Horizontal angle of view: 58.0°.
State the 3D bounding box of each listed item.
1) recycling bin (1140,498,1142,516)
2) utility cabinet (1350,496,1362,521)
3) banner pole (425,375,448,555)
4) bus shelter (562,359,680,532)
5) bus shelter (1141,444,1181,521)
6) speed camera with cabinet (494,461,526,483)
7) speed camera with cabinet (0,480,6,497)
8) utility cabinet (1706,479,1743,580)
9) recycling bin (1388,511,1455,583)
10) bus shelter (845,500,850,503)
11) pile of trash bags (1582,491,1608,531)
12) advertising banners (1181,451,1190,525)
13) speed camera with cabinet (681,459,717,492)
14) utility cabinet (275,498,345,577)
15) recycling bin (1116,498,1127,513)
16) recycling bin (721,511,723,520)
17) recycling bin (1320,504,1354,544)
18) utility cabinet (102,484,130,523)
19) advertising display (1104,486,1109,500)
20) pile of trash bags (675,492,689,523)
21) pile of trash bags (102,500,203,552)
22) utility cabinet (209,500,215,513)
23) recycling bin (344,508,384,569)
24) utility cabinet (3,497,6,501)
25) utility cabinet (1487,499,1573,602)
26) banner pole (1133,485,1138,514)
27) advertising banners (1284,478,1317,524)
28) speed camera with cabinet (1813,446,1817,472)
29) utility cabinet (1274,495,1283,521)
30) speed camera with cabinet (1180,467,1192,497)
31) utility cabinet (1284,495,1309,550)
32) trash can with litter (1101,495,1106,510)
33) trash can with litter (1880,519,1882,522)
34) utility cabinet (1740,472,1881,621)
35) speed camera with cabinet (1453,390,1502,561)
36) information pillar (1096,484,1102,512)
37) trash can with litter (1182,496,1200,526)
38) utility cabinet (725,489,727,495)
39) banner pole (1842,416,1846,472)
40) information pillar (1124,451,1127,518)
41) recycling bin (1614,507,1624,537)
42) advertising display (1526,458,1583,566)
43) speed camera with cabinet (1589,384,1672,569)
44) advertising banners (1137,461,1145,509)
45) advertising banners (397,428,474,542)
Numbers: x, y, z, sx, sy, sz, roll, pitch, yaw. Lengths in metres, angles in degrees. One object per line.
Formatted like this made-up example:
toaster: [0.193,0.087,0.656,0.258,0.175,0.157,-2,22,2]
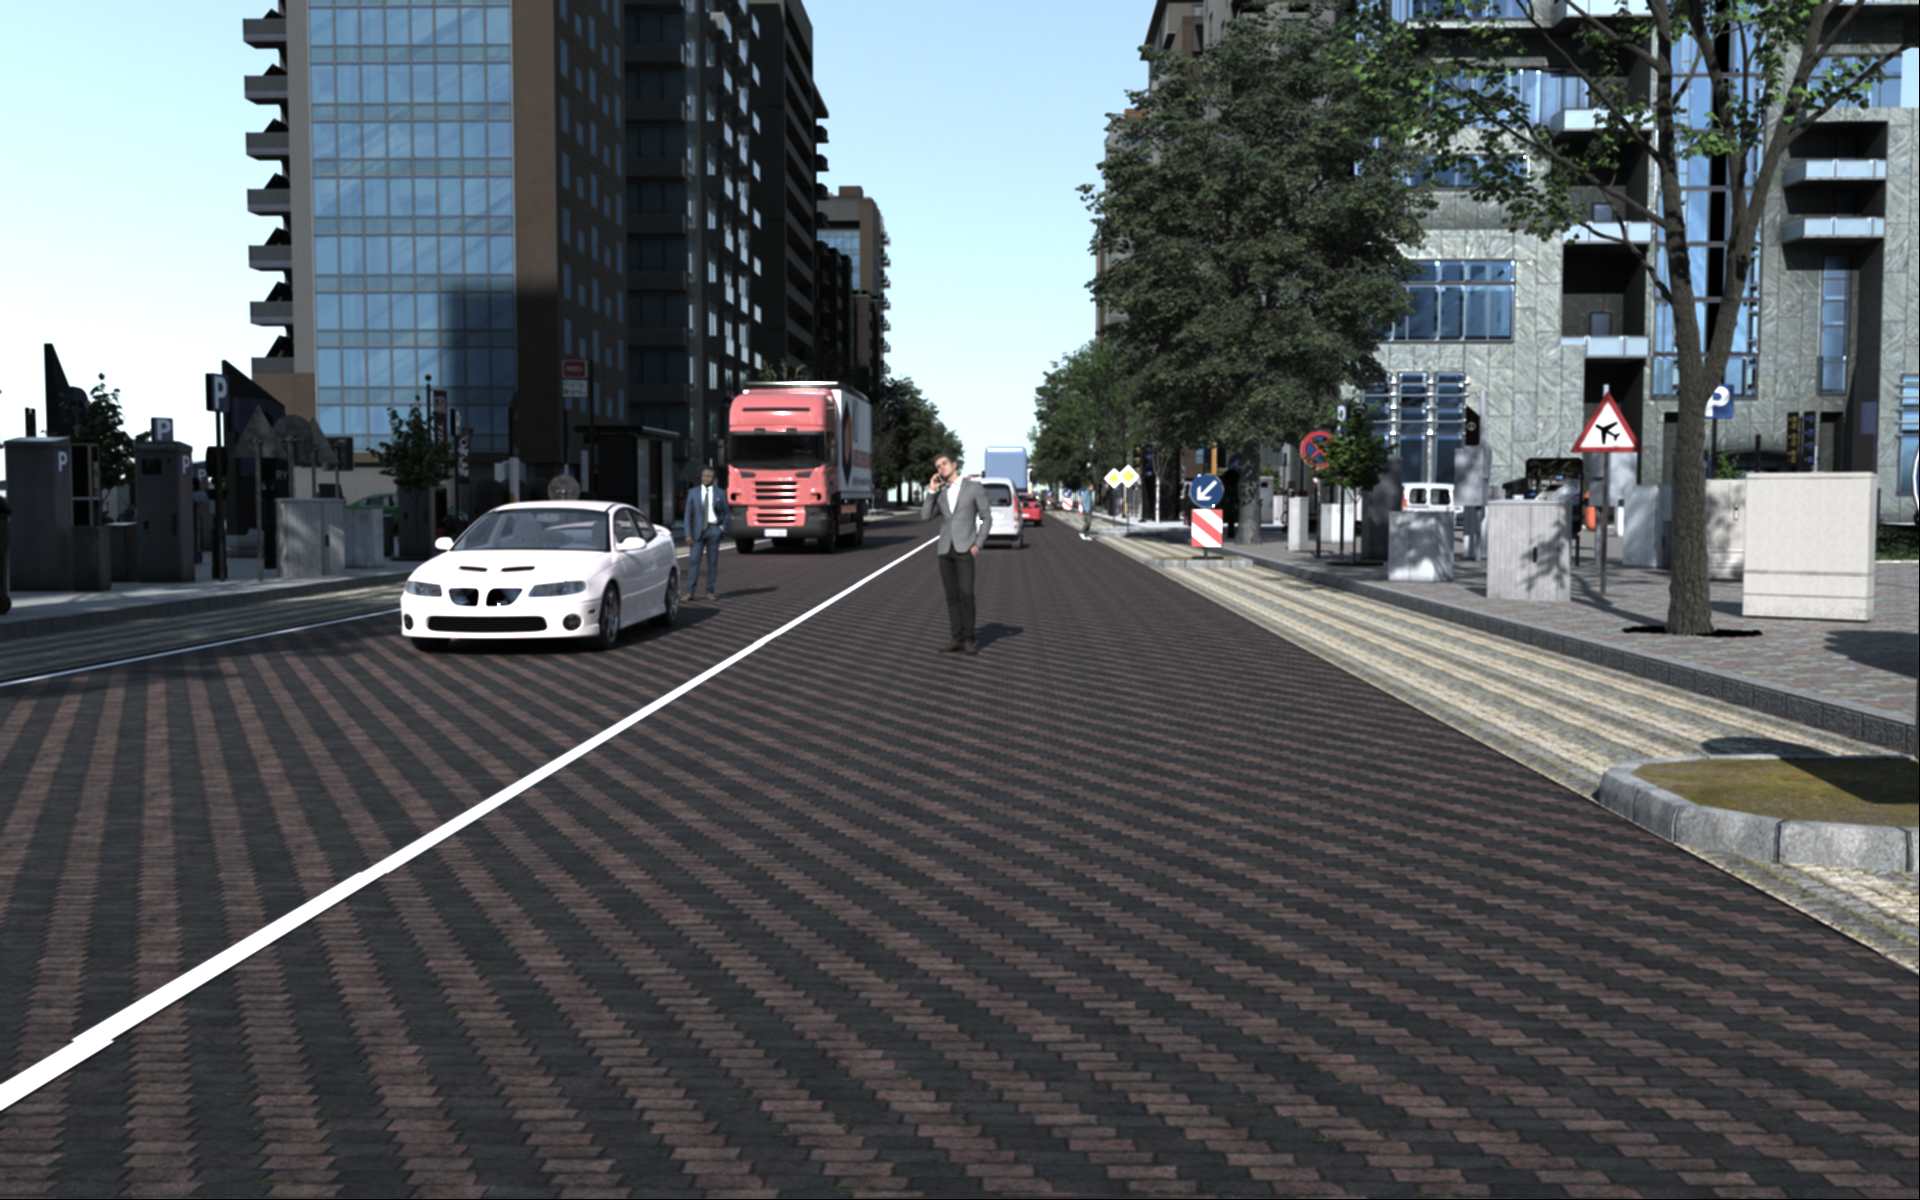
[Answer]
recycling bin: [11.064,-5.475,102.069,0.722,1.027,0.722,-2,4,-25]
utility cabinet: [16.351,-3.612,70.215,1.020,1.237,0.306,0,4,-1]
banner pole: [-11.071,-2.851,36.638,0.401,3.779,0.863,1,4,20]
bus shelter: [-10.687,-4.689,54.299,2.179,5.291,8.768,0,4,2]
bus shelter: [9.648,-5.687,84.262,1.731,3.624,6.357,0,4,2]
speed camera with cabinet: [-12.093,-3.336,48.877,0.660,3.252,2.038,3,5,44]
speed camera with cabinet: [-64.129,-7.499,116.937,0.660,3.252,2.038,0,4,3]
utility cabinet: [11.367,-1.039,25.667,1.173,1.500,0.318,1,4,15]
recycling bin: [6.760,-0.785,25.383,0.722,1.027,0.722,3,5,41]
bus shelter: [-8.514,-8.054,125.599,2.014,3.302,5.546,0,4,2]
pile of trash bags: [15.852,-1.807,39.289,3.447,1.369,1.912,0,4,1]
advertising banners: [9.418,-4.633,71.940,0.090,3.025,2.074,1,4,21]
speed camera with cabinet: [-14.606,-6.272,96.888,2.038,3.252,0.660,1,4,21]
utility cabinet: [-10.153,-0.975,27.105,0.306,1.237,1.020,3,4,37]
recycling bin: [11.081,-6.475,118.414,0.722,1.027,0.722,-1,4,-10]
recycling bin: [-10.019,-3.669,72.543,0.722,1.027,0.722,2,4,29]
recycling bin: [9.831,-1.997,45.201,0.722,1.027,0.722,-1,4,-22]
utility cabinet: [-19.248,-1.872,39.289,1.173,1.500,0.318,3,5,39]
advertising display: [12.168,-8.366,141.994,0.123,1.923,0.974,-2,4,-34]
pile of trash bags: [-13.454,-4.069,76.277,3.447,1.369,1.912,-2,4,-31]
pile of trash bags: [-17.878,-1.649,36.712,1.912,1.369,3.447,1,4,16]
utility cabinet: [-25.529,-2.923,58.960,0.306,1.237,1.020,-2,4,-32]
recycling bin: [-10.477,-1.077,30.162,0.722,1.027,0.722,0,4,-6]
utility cabinet: [-19.572,-1.531,36.198,0.306,1.237,1.020,0,4,1]
utility cabinet: [6.909,-0.605,21.051,0.306,1.237,1.020,-3,4,-36]
banner pole: [11.500,-7.600,114.281,0.401,3.779,0.863,-1,4,-11]
advertising banners: [14.378,-4.676,72.636,0.090,3.025,2.074,-2,4,-33]
speed camera with cabinet: [35.230,-4.651,70.376,0.660,3.252,2.038,0,4,3]
utility cabinet: [15.714,-4.408,83.235,0.306,1.237,1.020,-3,4,-36]
speed camera with cabinet: [15.661,-7.952,124.347,2.038,3.252,0.660,-2,4,-31]
utility cabinet: [7.787,-1.758,39.902,0.306,1.237,1.020,1,4,22]
trash can with litter: [11.054,-7.834,139.148,2.233,1.210,1.678,-1,4,-14]
trash can with litter: [37.699,-3.689,71.697,1.055,1.170,0.624,3,4,36]
utility cabinet: [8.670,-0.551,17.682,1.173,1.500,0.318,3,5,39]
speed camera with cabinet: [10.115,-2.415,33.825,0.660,3.252,2.038,2,4,27]
information pillar: [9.732,-7.160,121.561,0.304,2.012,0.304,-2,4,-27]
trash can with litter: [9.353,-3.487,68.402,0.624,1.170,1.055,-1,4,-13]
utility cabinet: [-9.872,-4.199,77.330,1.173,1.500,0.318,0,4,-1]
banner pole: [28.417,-3.994,55.314,0.401,3.779,0.863,-2,4,-27]
information pillar: [9.032,-6.332,94.874,0.183,3.616,0.504,0,4,1]
recycling bin: [19.943,-2.392,51.669,0.722,1.027,0.722,1,4,12]
advertising display: [10.627,-1.578,31.017,0.974,1.923,0.123,1,4,21]
speed camera with cabinet: [11.981,-2.223,30.676,0.660,3.252,2.038,-1,4,-13]
advertising banners: [9.911,-5.838,91.641,0.090,3.025,2.074,-2,4,-26]
advertising banners: [-13.784,-3.021,45.586,2.074,3.025,0.090,-3,4,-36]
